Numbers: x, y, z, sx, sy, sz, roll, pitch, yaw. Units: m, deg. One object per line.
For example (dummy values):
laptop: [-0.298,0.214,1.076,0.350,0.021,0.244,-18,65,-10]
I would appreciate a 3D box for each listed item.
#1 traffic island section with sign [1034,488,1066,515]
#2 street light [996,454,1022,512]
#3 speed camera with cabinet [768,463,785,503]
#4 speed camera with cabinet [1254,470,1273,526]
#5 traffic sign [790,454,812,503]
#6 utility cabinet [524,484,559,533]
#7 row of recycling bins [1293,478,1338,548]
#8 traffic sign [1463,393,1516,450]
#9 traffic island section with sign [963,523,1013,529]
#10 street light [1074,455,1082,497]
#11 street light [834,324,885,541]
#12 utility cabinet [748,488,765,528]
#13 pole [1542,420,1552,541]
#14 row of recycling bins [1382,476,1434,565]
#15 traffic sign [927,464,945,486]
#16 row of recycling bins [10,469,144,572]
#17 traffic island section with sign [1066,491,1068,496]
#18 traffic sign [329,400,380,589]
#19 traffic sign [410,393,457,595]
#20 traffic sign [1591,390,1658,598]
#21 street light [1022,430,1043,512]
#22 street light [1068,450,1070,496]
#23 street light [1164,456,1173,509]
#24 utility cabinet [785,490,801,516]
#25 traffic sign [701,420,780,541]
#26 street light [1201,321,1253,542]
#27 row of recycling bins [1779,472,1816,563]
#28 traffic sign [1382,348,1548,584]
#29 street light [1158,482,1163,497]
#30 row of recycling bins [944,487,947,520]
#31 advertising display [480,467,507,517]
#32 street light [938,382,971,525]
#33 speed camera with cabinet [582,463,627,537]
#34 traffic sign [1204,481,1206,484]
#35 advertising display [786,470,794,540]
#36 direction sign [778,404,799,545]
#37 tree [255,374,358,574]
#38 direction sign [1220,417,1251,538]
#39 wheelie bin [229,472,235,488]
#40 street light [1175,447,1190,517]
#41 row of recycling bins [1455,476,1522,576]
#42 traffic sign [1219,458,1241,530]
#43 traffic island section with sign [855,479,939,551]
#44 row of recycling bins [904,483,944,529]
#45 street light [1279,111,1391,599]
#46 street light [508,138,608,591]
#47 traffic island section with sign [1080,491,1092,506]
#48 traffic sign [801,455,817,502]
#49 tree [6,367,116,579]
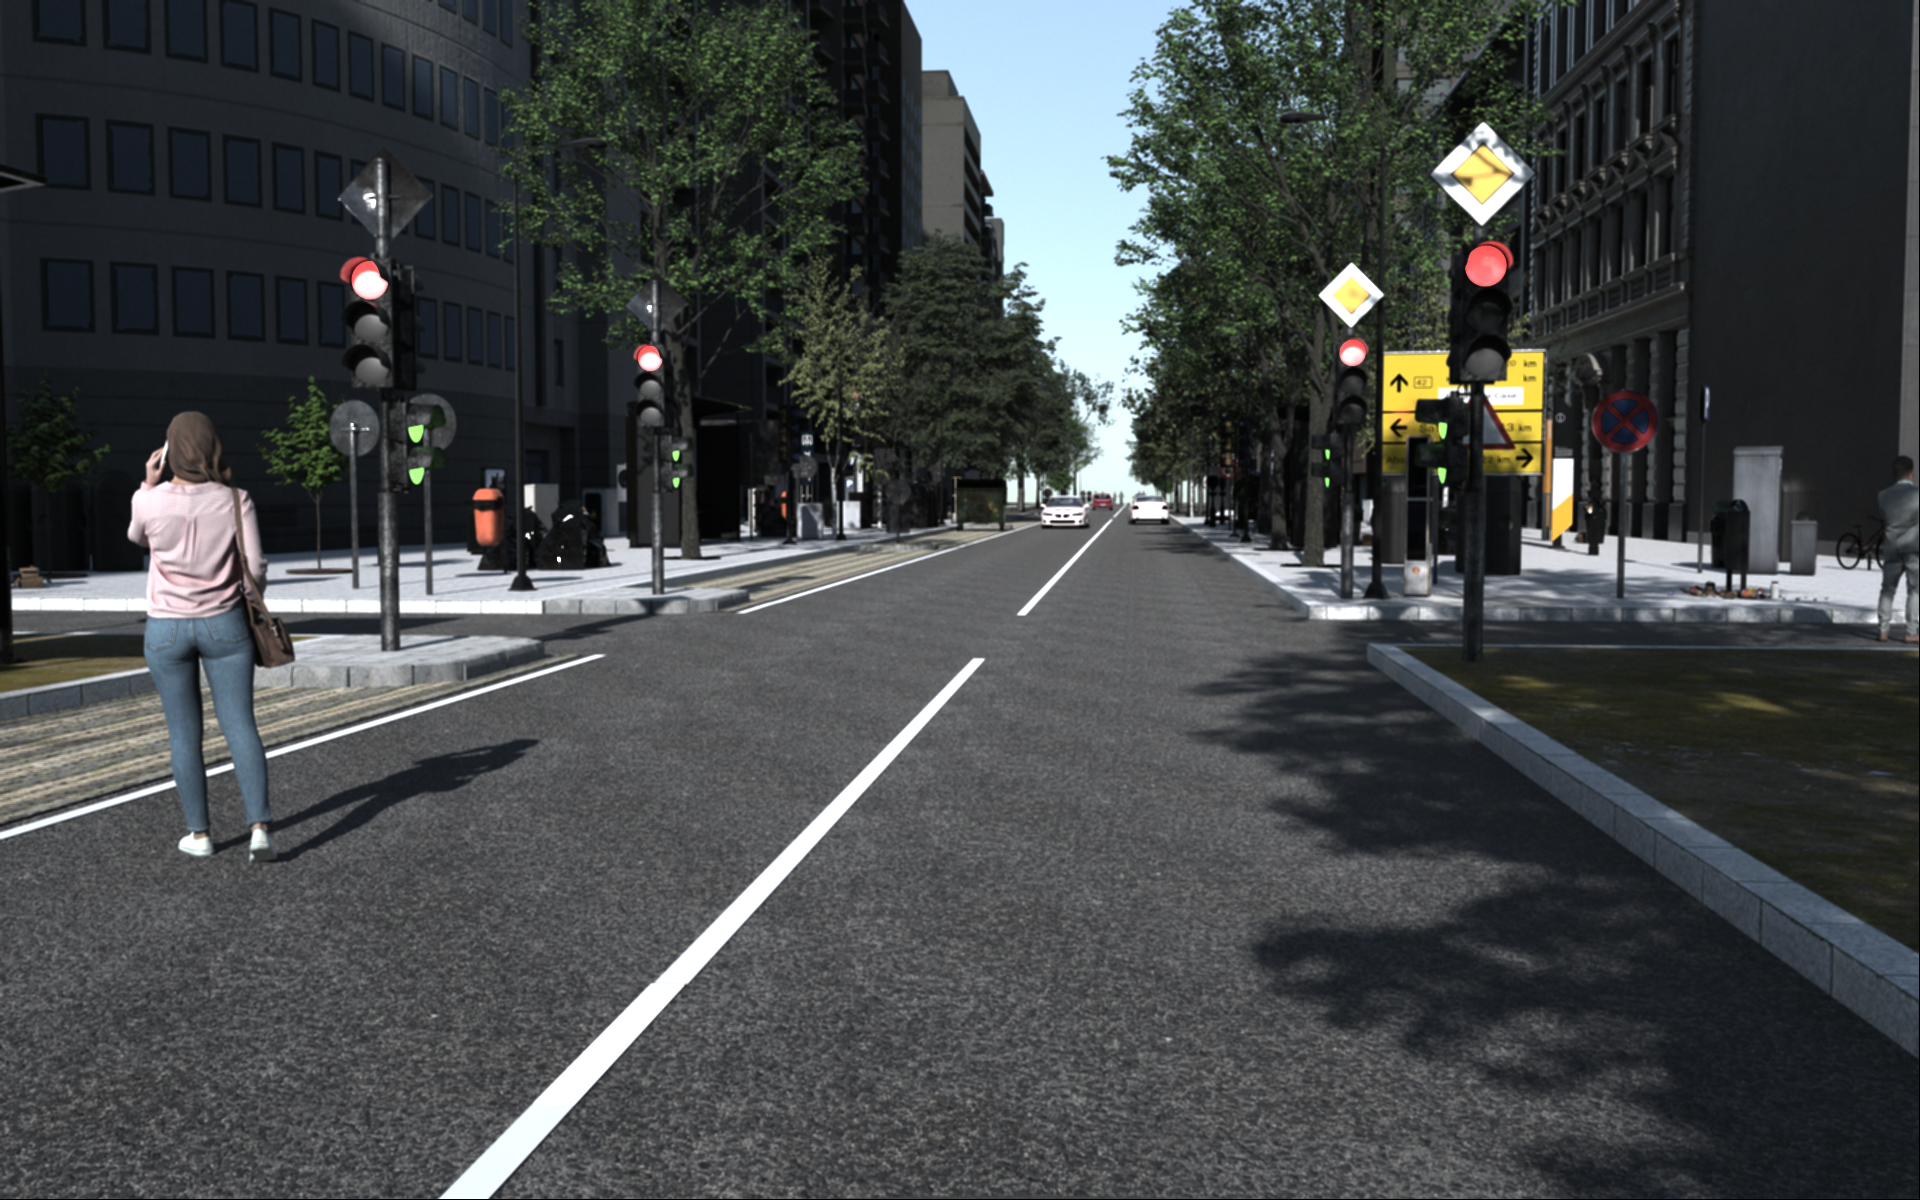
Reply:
traffic island section with sign: [6.236,-6.916,121.697,1.989,1.847,2.006,0,4,6]
street light: [2.669,-7.793,99.964,1.470,5.913,1.316,0,4,6]
speed camera with cabinet: [-8.925,-5.293,80.882,0.660,3.252,2.038,-3,4,-37]
speed camera with cabinet: [11.777,-4.406,66.369,0.660,3.252,2.038,1,4,22]
traffic sign: [-5.216,-3.430,56.079,0.884,2.594,0.081,1,4,9]
utility cabinet: [-9.305,-1.820,38.431,0.318,1.500,1.173,1,4,13]
row of recycling bins: [8.661,-2.166,42.527,1.069,1.692,3.534,0,4,8]
traffic sign: [6.220,-1.276,20.860,0.884,2.594,0.081,0,4,6]
traffic island section with sign: [1.162,-3.861,71.752,1.989,1.847,2.006,0,4,6]
street light: [13.431,-14.263,205.736,1.470,5.913,1.316,0,4,6]
street light: [-2.733,-4.580,47.419,1.470,5.913,1.316,0,4,6]
utility cabinet: [-7.742,-3.498,65.865,0.318,1.500,1.173,1,4,10]
pole: [16.097,-3.282,47.497,0.158,3.312,0.155,0,3,0]
row of recycling bins: [8.545,-1.590,33.115,1.069,1.692,3.534,1,4,15]
traffic sign: [-1.041,-4.517,73.954,0.768,2.556,0.104,1,4,12]
row of recycling bins: [-15.434,-1.343,29.074,3.534,1.692,1.069,0,4,7]
traffic island section with sign: [8.961,-8.556,148.514,1.989,1.847,2.006,0,4,6]
traffic sign: [-8.197,-1.426,23.423,0.768,2.556,0.104,1,4,13]
traffic sign: [-6.742,-1.335,21.932,0.768,2.556,0.104,1,4,8]
traffic sign: [8.131,-1.293,21.251,0.768,2.556,0.104,1,4,15]
street light: [5.115,-9.314,124.823,1.470,5.913,1.316,0,4,6]
street light: [10.826,-12.767,181.282,1.470,5.913,1.316,0,4,6]
street light: [12.428,-7.691,98.293,1.470,5.913,1.316,0,4,6]
utility cabinet: [-9.349,-5.459,97.941,1.173,1.500,0.318,0,4,-8]
traffic sign: [-6.067,-3.288,47.632,2.265,3.308,0.079,0,4,6]
street light: [7.076,-4.491,45.962,1.470,5.913,1.316,0,4,6]
row of recycling bins: [16.049,-1.646,34.031,1.069,1.692,3.534,1,4,18]
traffic sign: [7.077,-1.872,24.479,2.265,3.308,0.079,1,4,13]
street light: [14.910,-9.195,122.881,1.470,5.913,1.316,0,4,6]
row of recycling bins: [-1.152,-4.883,86.948,1.069,1.692,3.534,0,4,4]
advertising display: [-11.314,-2.252,42.029,0.123,1.923,0.974,1,4,16]
street light: [-0.223,-6.087,72.066,1.470,5.913,1.316,0,4,6]
speed camera with cabinet: [-10.304,-3.497,51.515,2.038,3.252,0.660,2,4,30]
traffic sign: [13.086,-5.492,89.803,0.884,2.594,0.081,1,4,12]
advertising display: [-4.544,-2.506,46.189,0.123,1.923,0.974,-1,4,-10]
direction sign: [-4.350,-3.185,44.066,0.379,3.537,0.876,2,4,30]
tree: [-10.544,-2.045,28.032,1.663,3.219,1.824,0,3,0]
direction sign: [8.133,-3.621,51.195,0.876,3.537,0.379,0,4,3]
wheelie bin: [-10.219,-0.953,23.490,0.980,1.594,0.693,-2,4,-33]
street light: [9.611,-6.022,71.006,1.470,5.913,1.316,0,4,6]
row of recycling bins: [8.743,-1.324,28.760,1.069,1.692,3.534,1,4,15]
traffic sign: [9.602,-3.761,61.604,0.768,2.556,0.104,1,4,13]
traffic island section with sign: [-1.590,-2.200,44.601,1.989,1.847,2.006,0,4,6]
row of recycling bins: [-1.503,-3.588,65.773,1.069,1.692,3.534,1,4,9]
street light: [4.578,-2.974,21.161,1.470,5.913,1.316,0,4,6]
street light: [-5.290,-3.075,22.814,1.470,5.913,1.316,0,4,6]
traffic island section with sign: [17.301,-13.579,230.639,1.989,1.847,2.006,0,4,6]
traffic sign: [-5.068,-3.478,56.969,0.768,2.556,0.104,1,4,13]
tree: [-13.887,-1.958,26.620,1.663,3.219,1.824,0,3,0]
